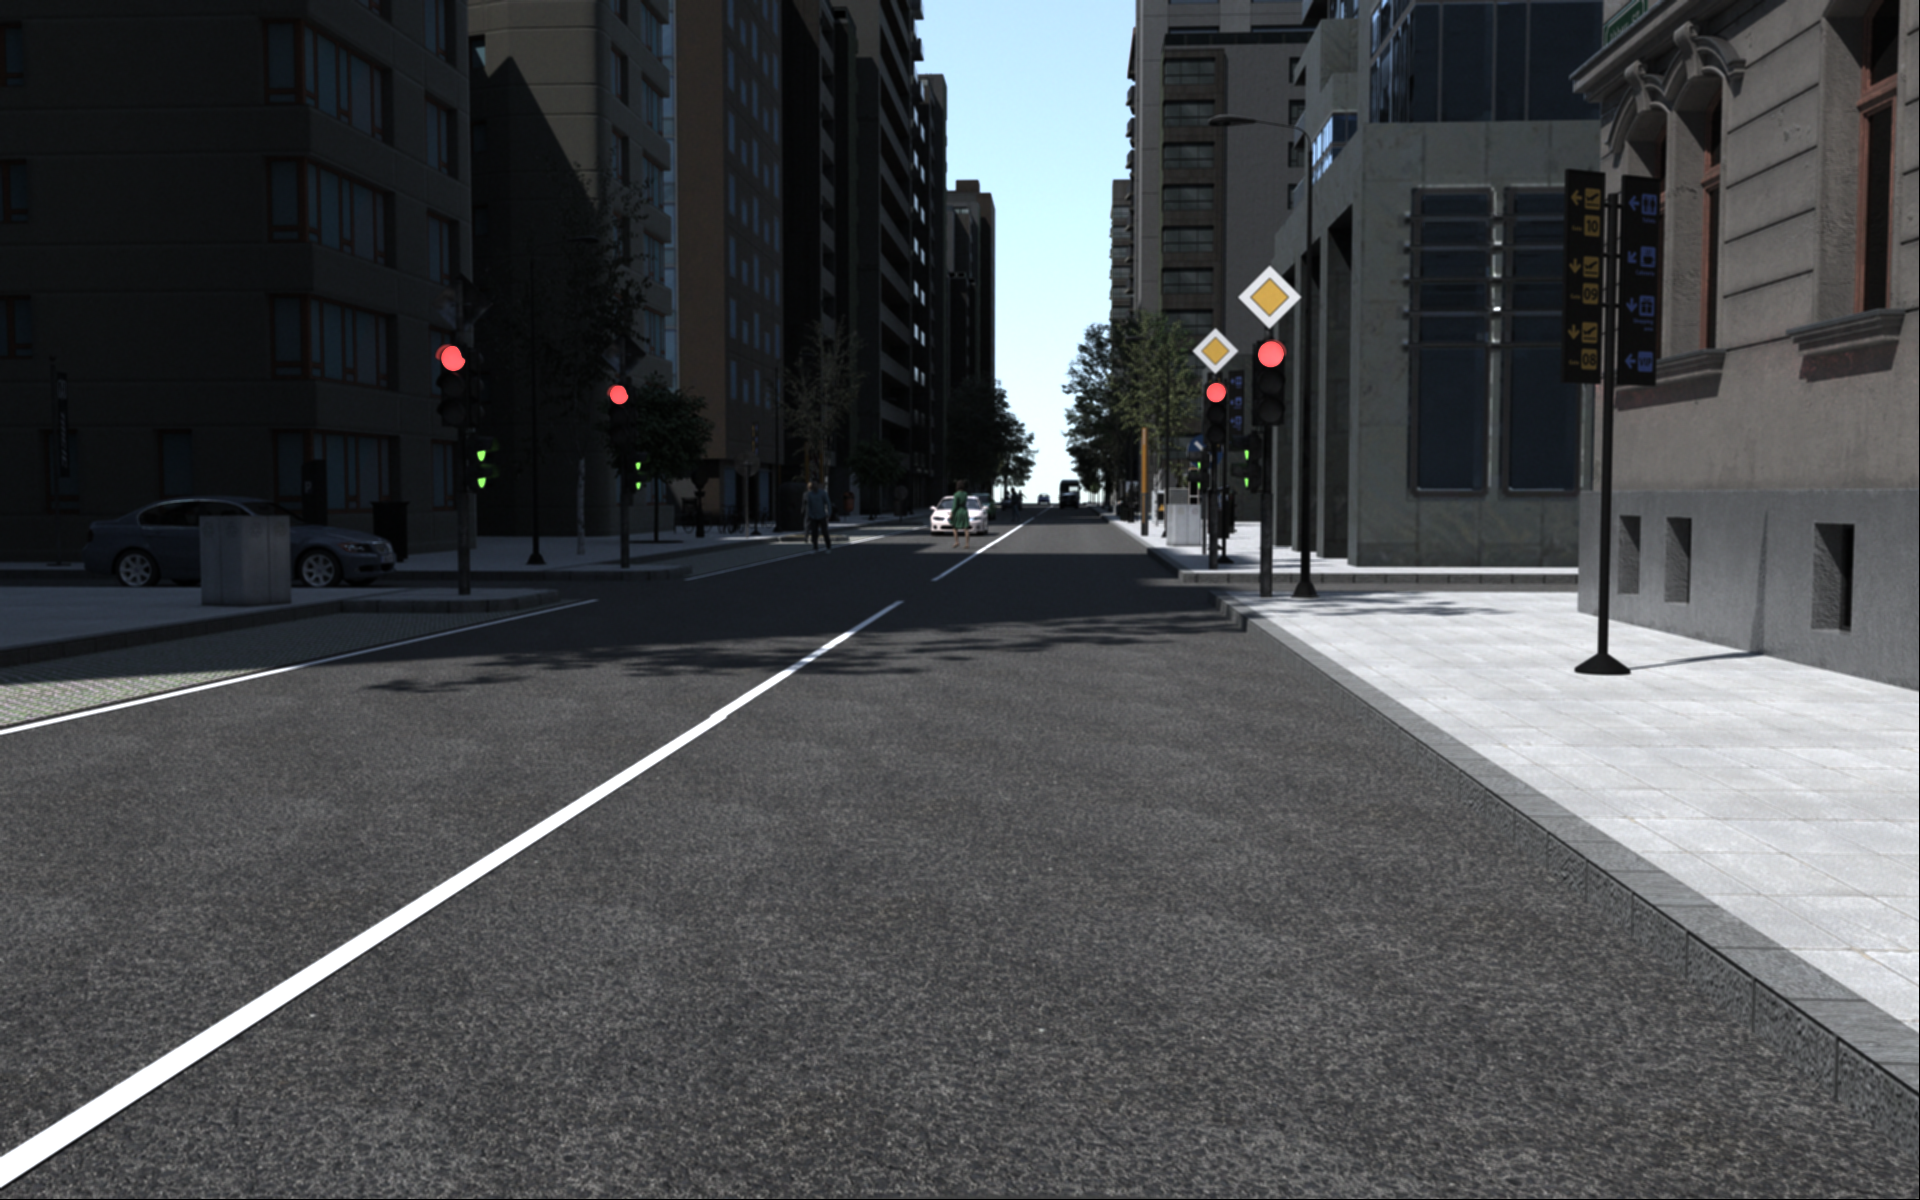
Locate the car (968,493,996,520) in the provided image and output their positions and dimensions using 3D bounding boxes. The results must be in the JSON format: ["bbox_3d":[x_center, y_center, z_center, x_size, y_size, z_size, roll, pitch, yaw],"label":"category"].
[{"bbox_3d":[1.010,-5.326,95.871,1.959,1.807,4.718,0,4,5],"label":"car"}]

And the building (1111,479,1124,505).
[{"bbox_3d":[34.205,-31.496,206.835,32.217,40.220,23.993,0,4,4],"label":"building"}]

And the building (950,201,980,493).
[{"bbox_3d":[-4.604,-33.806,236.321,14.154,41.232,14.086,0,4,4],"label":"building"}]

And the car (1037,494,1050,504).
[{"bbox_3d":[12.119,-14.714,250.169,1.945,1.707,3.694,0,4,5],"label":"car"}]

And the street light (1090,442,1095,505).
[{"bbox_3d":[10.522,-9.486,127.644,1.470,5.913,1.316,0,4,4],"label":"street light"}]

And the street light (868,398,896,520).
[{"bbox_3d":[-3.785,-6.829,84.192,1.470,5.913,1.316,0,4,4],"label":"street light"}]

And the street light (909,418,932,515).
[{"bbox_3d":[-2.440,-8.185,106.366,1.470,5.913,1.316,0,4,4],"label":"street light"}]

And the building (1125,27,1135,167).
[{"bbox_3d":[26.690,-31.034,162.028,22.147,44.769,28.867,0,4,4],"label":"building"}]

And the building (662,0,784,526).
[{"bbox_3d":[-15.848,-26.046,75.958,14.600,45.320,14.200,0,4,4],"label":"building"}]

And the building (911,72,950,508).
[{"bbox_3d":[-8.706,-29.392,164.155,14.154,41.232,14.086,0,4,4],"label":"building"}]

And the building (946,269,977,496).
[{"bbox_3d":[-5.149,-27.577,222.585,14.160,30.474,14.107,0,4,4],"label":"building"}]

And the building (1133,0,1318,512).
[{"bbox_3d":[23.892,-36.105,132.320,21.231,58.520,28.212,0,4,4],"label":"building"}]

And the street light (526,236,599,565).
[{"bbox_3d":[-7.193,-3.598,31.372,1.470,5.913,1.316,0,4,4],"label":"street light"}]

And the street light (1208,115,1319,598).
[{"bbox_3d":[3.745,-2.986,21.367,1.470,5.913,1.316,0,4,4],"label":"street light"}]

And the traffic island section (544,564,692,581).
[{"bbox_3d":[-5.841,-0.479,30.113,2.009,0.180,2.903,0,4,4],"label":"traffic island section"}]

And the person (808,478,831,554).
[{"bbox_3d":[-3.342,-2.018,41.506,0.660,1.820,0.620,1,4,21],"label":"person"}]

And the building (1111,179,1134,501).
[{"bbox_3d":[26.786,-33.225,226.819,14.154,41.232,14.086,0,4,4],"label":"building"}]

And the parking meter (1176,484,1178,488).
[{"bbox_3d":[12.839,-5.859,101.502,0.255,1.863,0.399,2,4,23],"label":"parking meter"}]

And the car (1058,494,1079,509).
[{"bbox_3d":[10.514,-9.674,167.962,2.009,1.686,4.222,0,4,4],"label":"car"}]

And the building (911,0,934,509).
[{"bbox_3d":[-14.666,-31.952,142.023,23.786,49.044,30.456,0,4,4],"label":"building"}]

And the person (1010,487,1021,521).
[{"bbox_3d":[2.858,-5.026,91.019,0.721,1.781,0.623,-1,4,-23],"label":"person"}]

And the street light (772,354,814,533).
[{"bbox_3d":[-5.536,-5.195,57.480,1.470,5.913,1.316,0,4,4],"label":"street light"}]

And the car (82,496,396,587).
[{"bbox_3d":[-10.923,-0.882,26.416,4.499,1.417,2.014,0,4,2],"label":"car"}]

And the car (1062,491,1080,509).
[{"bbox_3d":[11.007,-9.964,172.501,1.945,1.707,3.694,0,4,4],"label":"car"}]

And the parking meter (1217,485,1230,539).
[{"bbox_3d":[7.579,-2.539,49.916,0.372,1.533,0.369,0,3,0],"label":"parking meter"}]

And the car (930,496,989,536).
[{"bbox_3d":[0.006,-2.968,60.886,2.083,1.381,4.827,0,4,3],"label":"car"}]

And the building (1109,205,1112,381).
[{"bbox_3d":[32.470,-36.286,247.897,22.147,44.769,28.867,0,4,4],"label":"building"}]

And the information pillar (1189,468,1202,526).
[{"bbox_3d":[6.713,-2.748,49.428,0.304,2.012,0.304,2,4,24],"label":"information pillar"}]

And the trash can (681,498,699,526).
[{"bbox_3d":[-10.763,-3.511,69.054,0.748,1.137,0.748,0,3,0],"label":"trash can"}]

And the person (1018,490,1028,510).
[{"bbox_3d":[5.593,-9.309,160.705,1.348,1.824,0.705,-1,4,-9],"label":"person"}]

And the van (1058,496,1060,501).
[{"bbox_3d":[14.914,-14.563,245.109,2.013,2.044,4.112,0,4,2],"label":"van"}]

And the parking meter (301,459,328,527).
[{"bbox_3d":[-10.961,-1.450,29.421,0.399,1.863,0.255,2,4,33],"label":"parking meter"}]

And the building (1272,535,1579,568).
[{"bbox_3d":[23.162,-44.361,37.975,31.000,86.520,22.319,0,4,4],"label":"building"}]

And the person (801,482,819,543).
[{"bbox_3d":[-4.355,-2.557,50.733,0.576,1.772,0.534,0,4,-6],"label":"person"}]

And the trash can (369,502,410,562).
[{"bbox_3d":[-10.730,-1.283,32.626,0.748,1.137,0.748,0,3,0],"label":"trash can"}]

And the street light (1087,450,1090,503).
[{"bbox_3d":[12.165,-11.083,153.753,1.470,5.913,1.316,0,4,4],"label":"street light"}]

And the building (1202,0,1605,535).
[{"bbox_3d":[22.750,-46.427,71.757,22.319,86.520,31.000,0,4,4],"label":"building"}]

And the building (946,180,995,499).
[{"bbox_3d":[-2.112,-36.726,250.576,14.600,45.320,14.200,0,4,4],"label":"building"}]

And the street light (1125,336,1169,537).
[{"bbox_3d":[5.585,-4.807,51.136,1.470,5.913,1.316,0,4,4],"label":"street light"}]

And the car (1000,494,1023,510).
[{"bbox_3d":[4.592,-8.609,152.754,2.014,1.417,4.499,0,4,4],"label":"car"}]

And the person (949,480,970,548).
[{"bbox_3d":[0.017,-2.259,45.679,0.529,1.795,0.600,3,5,43],"label":"person"}]

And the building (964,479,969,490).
[{"bbox_3d":[-15.194,-31.315,203.876,32.217,40.220,23.993,0,4,4],"label":"building"}]

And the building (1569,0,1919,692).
[{"bbox_3d":[12.201,-13.400,6.474,14.401,28.519,23.554,0,4,4],"label":"building"}]

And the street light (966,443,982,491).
[{"bbox_3d":[1.128,-11.409,159.071,1.470,5.913,1.316,0,4,4],"label":"street light"}]

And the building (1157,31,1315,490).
[{"bbox_3d":[19.813,-20.830,112.273,14.160,30.474,14.107,0,4,4],"label":"building"}]

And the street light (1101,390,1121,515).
[{"bbox_3d":[7.159,-6.431,77.687,1.470,5.913,1.316,0,4,4],"label":"street light"}]

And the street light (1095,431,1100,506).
[{"bbox_3d":[9.000,-8.047,104.104,1.470,5.913,1.316,0,4,4],"label":"street light"}]

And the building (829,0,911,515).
[{"bbox_3d":[-14.862,-30.111,116.019,21.300,48.544,21.600,0,4,4],"label":"building"}]

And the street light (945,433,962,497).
[{"bbox_3d":[-0.567,-9.804,132.837,1.470,5.913,1.316,0,4,4],"label":"street light"}]

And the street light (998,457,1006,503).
[{"bbox_3d":[4.707,-14.903,216.201,1.470,5.913,1.316,0,4,4],"label":"street light"}]

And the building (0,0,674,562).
[{"bbox_3d":[-24.776,-12.341,46.814,27.650,21.520,28.899,0,4,4],"label":"building"}]

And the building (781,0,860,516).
[{"bbox_3d":[-13.561,-19.983,98.423,14.160,30.474,14.107,0,4,4],"label":"building"}]
